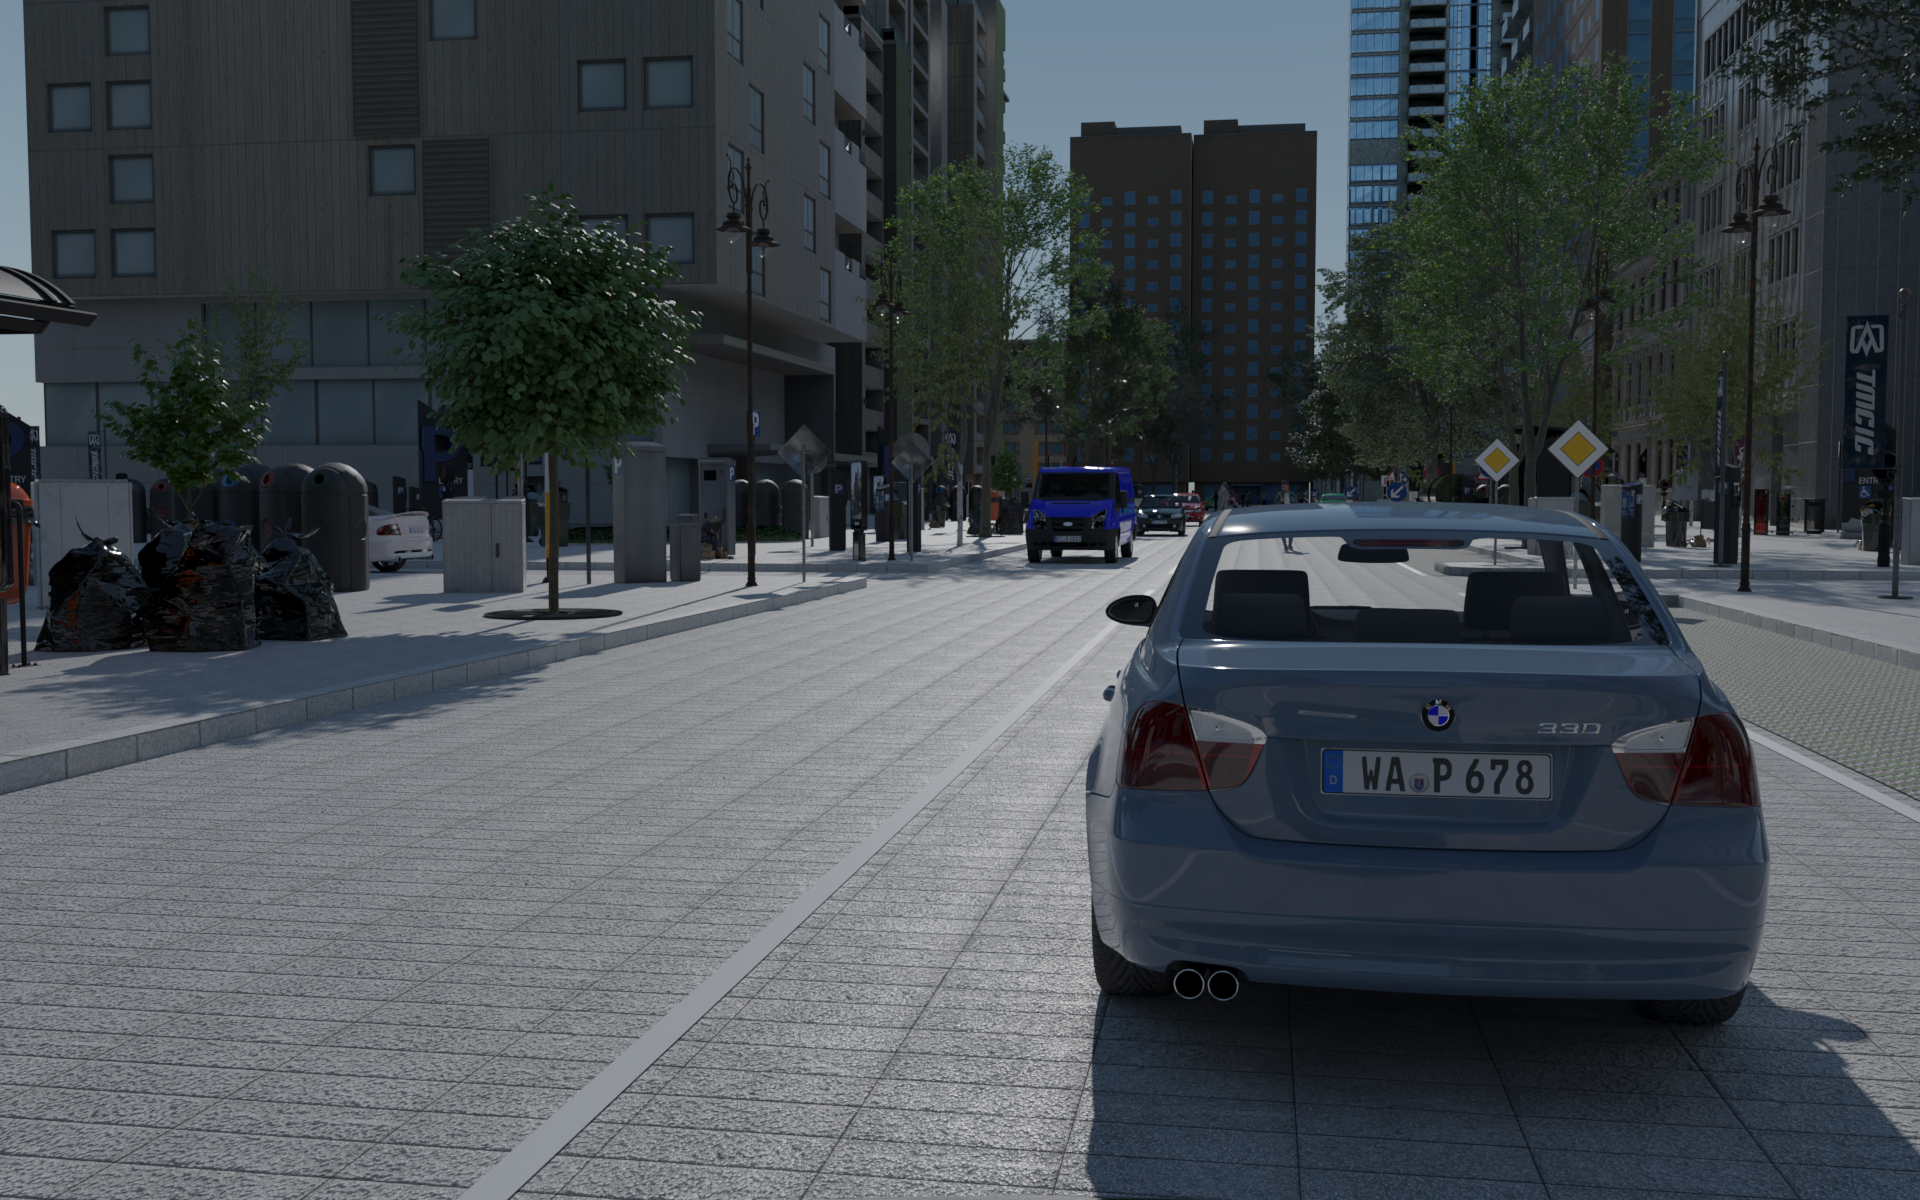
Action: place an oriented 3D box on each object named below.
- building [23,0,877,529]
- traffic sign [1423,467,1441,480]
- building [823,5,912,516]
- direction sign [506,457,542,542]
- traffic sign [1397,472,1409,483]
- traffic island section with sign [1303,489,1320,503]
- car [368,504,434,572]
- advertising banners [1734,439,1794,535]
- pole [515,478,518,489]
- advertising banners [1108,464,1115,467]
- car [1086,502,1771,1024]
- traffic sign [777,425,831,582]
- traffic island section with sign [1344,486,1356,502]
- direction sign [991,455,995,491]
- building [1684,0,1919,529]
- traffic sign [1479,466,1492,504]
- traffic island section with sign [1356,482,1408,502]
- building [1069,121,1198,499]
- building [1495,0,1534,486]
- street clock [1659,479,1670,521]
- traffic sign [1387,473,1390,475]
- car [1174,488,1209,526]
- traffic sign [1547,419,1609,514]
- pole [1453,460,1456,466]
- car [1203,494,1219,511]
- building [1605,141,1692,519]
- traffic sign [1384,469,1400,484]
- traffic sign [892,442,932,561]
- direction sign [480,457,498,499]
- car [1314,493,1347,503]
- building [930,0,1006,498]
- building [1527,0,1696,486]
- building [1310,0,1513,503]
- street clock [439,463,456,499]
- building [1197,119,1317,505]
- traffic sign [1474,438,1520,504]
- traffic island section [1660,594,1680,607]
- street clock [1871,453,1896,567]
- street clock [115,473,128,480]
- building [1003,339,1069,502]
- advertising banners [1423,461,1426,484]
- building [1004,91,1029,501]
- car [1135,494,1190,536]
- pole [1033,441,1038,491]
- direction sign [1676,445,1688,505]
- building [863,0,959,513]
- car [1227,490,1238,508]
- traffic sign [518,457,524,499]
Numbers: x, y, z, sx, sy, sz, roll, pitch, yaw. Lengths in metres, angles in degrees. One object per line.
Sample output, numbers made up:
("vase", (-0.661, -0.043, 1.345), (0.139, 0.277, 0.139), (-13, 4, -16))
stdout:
("building", (-19.526, -29.682, 74.537), (28.713, 52.752, 27.495), (1, 4, 10))
("traffic sign", (21.155, -4.744, 77.674), (0.768, 2.556, 0.104), (1, 4, 14))
("building", (-11.098, -20.307, 103.726), (14.160, 30.474, 14.107), (1, 4, 10))
("direction sign", (-11.536, -3.304, 46.010), (0.876, 3.537, 0.379), (-2, 4, -28))
("traffic sign", (24.954, -5.980, 97.877), (0.768, 2.556, 0.104), (1, 4, 17))
("traffic island section with sign", (27.060, -7.578, 132.524), (1.989, 1.847, 2.006), (1, 4, 10))
("car", (-12.016, -1.168, 31.467), (4.827, 1.381, 2.083), (1, 4, 11))
("advertising banners", (25.192, -3.557, 54.344), (0.090, 3.025, 2.074), (-2, 4, -31))
("pole", (-13.862, -3.697, 54.285), (0.158, 3.312, 0.155), (0, 3, 0))
("advertising banners", (8.397, -6.519, 102.773), (0.090, 3.025, 2.074), (-3, 5, -42))
("car", (1.469, 0.362, 6.092), (2.014, 1.417, 4.499), (1, 4, 10))
("traffic sign", (-2.271, -1.318, 25.194), (0.795, 2.450, 0.064), (1, 4, 10))
("traffic island section with sign", (18.537, -4.537, 82.810), (1.989, 1.847, 2.006), (1, 4, 10))
("direction sign", (1.939, -6.692, 101.403), (0.379, 3.537, 0.876), (-1, 4, -14))
("building", (38.640, -15.469, 70.936), (12.078, 24.808, 19.932), (1, 4, 10))
("traffic sign", (16.949, -3.377, 55.316), (0.768, 2.556, 0.104), (1, 4, 18))
("traffic island section with sign", (13.949, -2.897, 55.993), (1.989, 1.847, 2.006), (1, 4, 10))
("building", (21.122, -34.303, 210.956), (14.200, 45.320, 14.600), (1, 4, 10))
("building", (57.973, -32.192, 145.953), (23.786, 49.044, 30.456), (1, 4, 10))
("street clock", (33.511, -4.764, 82.454), (0.471, 2.002, 0.358), (1, 4, 15))
("traffic sign", (26.136, -6.412, 104.948), (0.768, 2.556, 0.104), (1, 4, 15))
("car", (10.159, -4.239, 78.344), (2.155, 1.783, 4.494), (1, 4, 9))
("traffic sign", (8.316, -1.206, 23.364), (0.795, 2.450, 0.064), (1, 4, 10))
("pole", (29.706, -6.751, 104.225), (0.158, 3.312, 0.155), (0, 3, 0))
("car", (21.649, -8.440, 146.795), (1.959, 1.807, 4.718), (1, 4, 11))
("building", (41.737, -15.604, 91.276), (11.583, 22.565, 21.152), (1, 4, 10))
("traffic sign", (22.862, -5.604, 91.623), (0.884, 2.594, 0.081), (1, 4, 13))
("traffic sign", (-0.921, -1.800, 33.065), (0.795, 2.450, 0.064), (1, 4, 10))
("direction sign", (-13.225, -3.513, 49.430), (0.876, 3.537, 0.379), (-1, 4, -11))
("car", (20.326, -5.235, 94.388), (1.959, 1.807, 4.718), (1, 4, 10))
("building", (-4.315, -27.822, 138.476), (14.154, 41.232, 14.086), (1, 4, 10))
("building", (49.354, -29.037, 124.870), (14.600, 45.320, 14.200), (1, 4, 10))
("building", (58.268, -54.721, 207.362), (31.000, 86.520, 22.319), (1, 4, 10))
("street clock", (-11.958, -2.194, 40.448), (0.358, 2.002, 0.471), (-3, 4, -36))
("building", (35.525, -34.226, 209.699), (14.200, 45.320, 14.600), (1, 4, 10))
("traffic sign", (9.666, -1.688, 31.235), (0.795, 2.450, 0.064), (1, 4, 10))
("traffic island section", (8.340, -0.071, 23.438), (2.009, 0.180, 2.903), (1, 4, 10))
("street clock", (16.262, -1.582, 30.437), (0.471, 2.002, 0.358), (2, 4, 34))
("street clock", (-28.729, -3.354, 59.415), (0.471, 2.002, 0.358), (3, 5, 39))
("building", (0.865, -23.090, 222.566), (28.899, 21.520, 27.650), (1, 4, 10))
("advertising banners", (23.080, -5.329, 83.318), (2.074, 3.025, 0.090), (-1, 4, -17))
("building", (-9.099, -31.017, 161.748), (28.867, 44.769, 22.147), (1, 4, 10))
("car", (7.023, -3.103, 60.513), (2.009, 1.686, 4.222), (1, 4, 8))
("pole", (2.891, -4.424, 66.169), (0.158, 3.312, 0.155), (0, 3, 0))
("direction sign", (33.749, -5.444, 80.998), (0.379, 3.537, 0.876), (-1, 4, -12))
("building", (-10.792, -41.716, 120.307), (20.563, 71.187, 20.611), (1, 4, 10))
("car", (27.689, -10.448, 179.498), (2.281, 1.827, 5.304), (1, 4, 12))
("traffic sign", (-6.487, -1.557, 25.570), (0.768, 2.556, 0.104), (1, 4, 15))
